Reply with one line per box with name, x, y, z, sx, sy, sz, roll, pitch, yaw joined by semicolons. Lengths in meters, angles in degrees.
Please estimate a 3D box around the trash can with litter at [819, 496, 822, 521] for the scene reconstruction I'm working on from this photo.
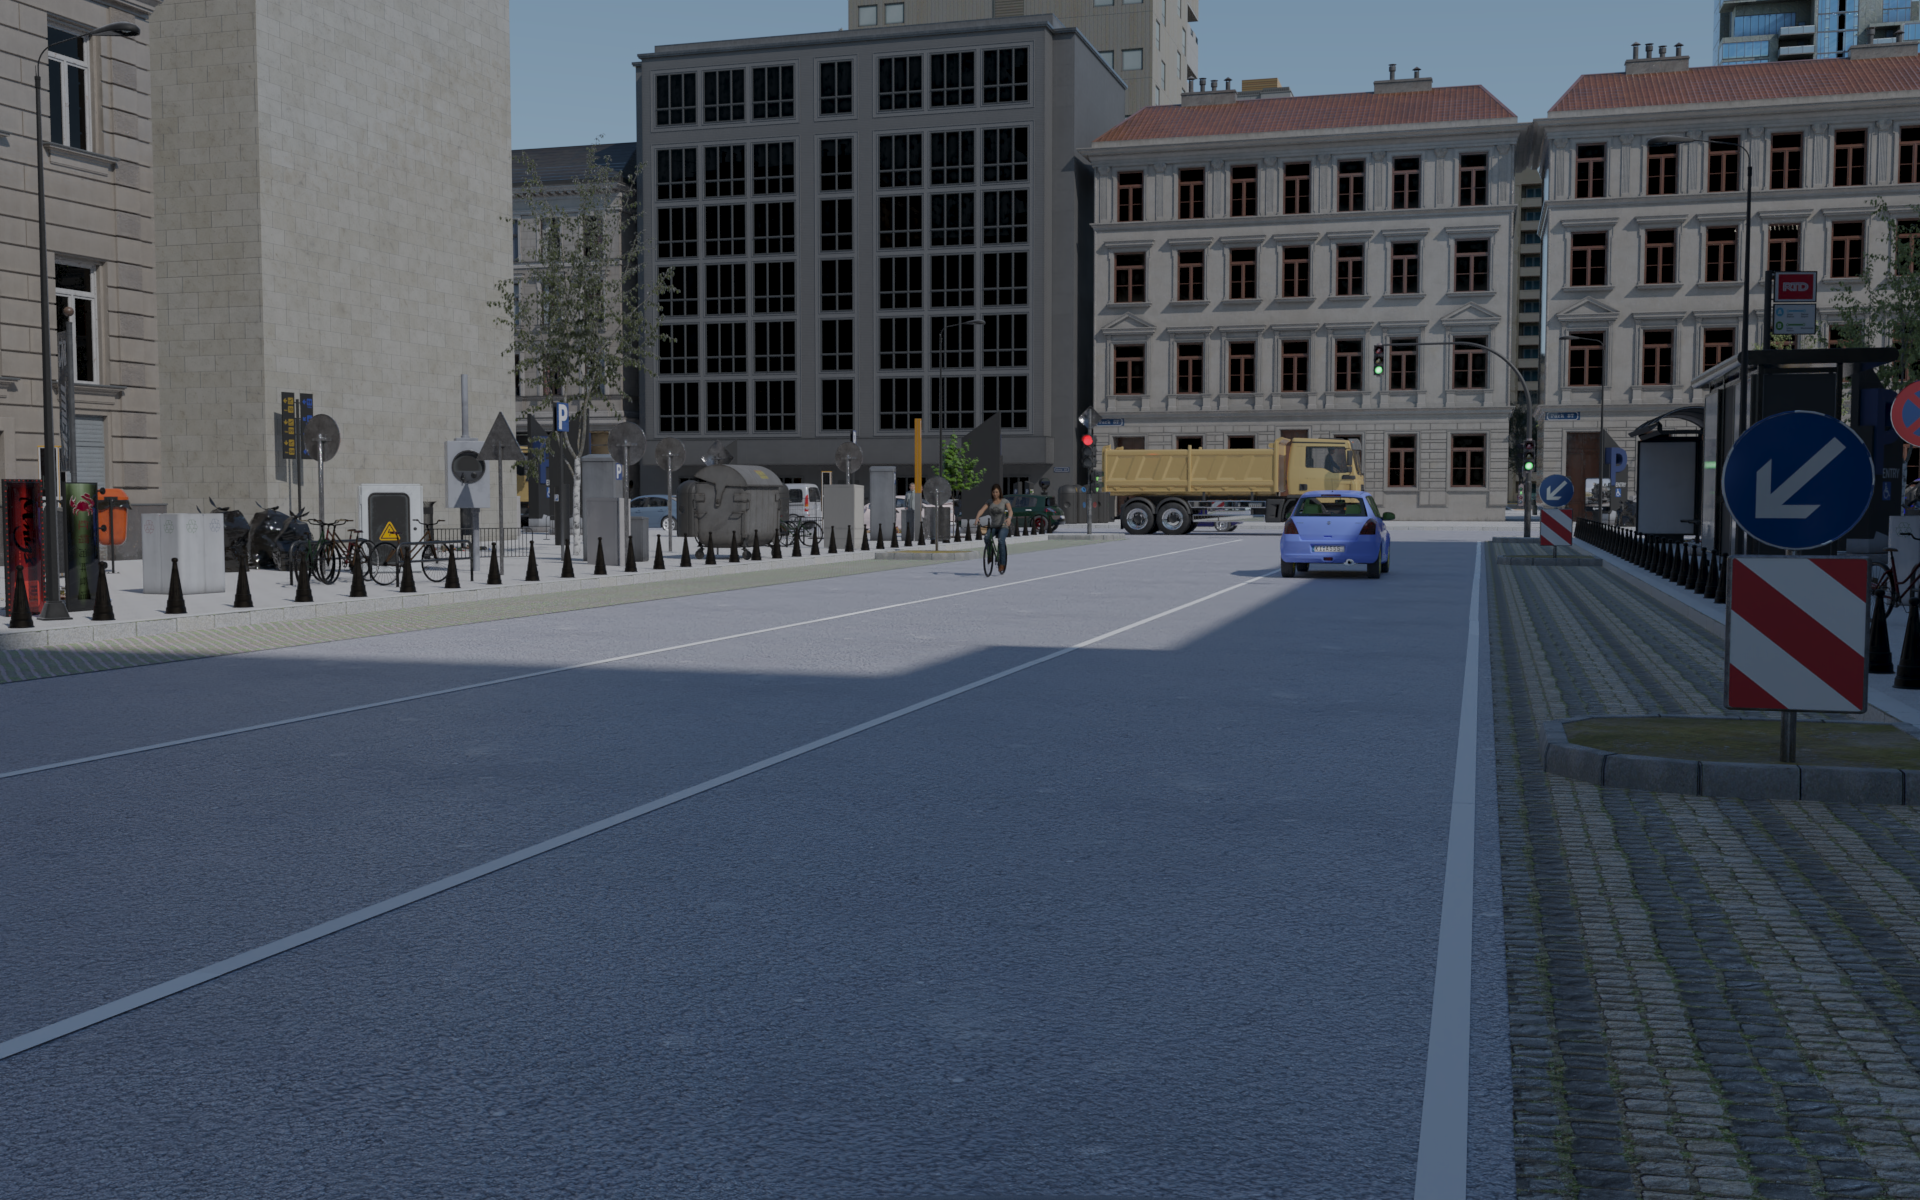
trash can with litter;-6.357;-4.361;82.690;1.055;1.170;0.624;-3;4;-38

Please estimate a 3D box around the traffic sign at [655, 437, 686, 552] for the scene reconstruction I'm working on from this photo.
traffic sign;-6.468;-2.354;38.599;0.768;2.556;0.104;1;4;19

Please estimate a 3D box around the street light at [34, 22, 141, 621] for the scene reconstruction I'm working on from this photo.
street light;-8.732;-2.741;17.353;1.470;5.913;1.316;1;4;17

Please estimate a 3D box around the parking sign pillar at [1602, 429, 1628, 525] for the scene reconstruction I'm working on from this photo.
parking sign pillar;27.404;-5.141;72.527;1.447;3.967;1.447;-2;4;-34

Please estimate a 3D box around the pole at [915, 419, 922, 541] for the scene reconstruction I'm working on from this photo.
pole;-1.134;-3.247;46.929;0.158;3.312;0.155;0;3;0

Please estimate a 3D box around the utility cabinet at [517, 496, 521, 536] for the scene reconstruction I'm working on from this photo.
utility cabinet;-13.692;-2.560;53.013;0.306;1.237;1.020;-2;4;-24

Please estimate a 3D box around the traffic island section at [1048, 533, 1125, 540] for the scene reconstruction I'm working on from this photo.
traffic island section;4.100;-2.012;55.173;2.009;0.180;2.903;1;4;17

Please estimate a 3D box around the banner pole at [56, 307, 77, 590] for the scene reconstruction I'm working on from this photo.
banner pole;-12.059;-2.043;23.428;0.401;3.779;0.863;-3;5;-41

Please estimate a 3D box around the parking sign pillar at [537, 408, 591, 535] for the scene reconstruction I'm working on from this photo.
parking sign pillar;-12.257;-4.043;54.569;1.447;3.967;1.447;0;4;7

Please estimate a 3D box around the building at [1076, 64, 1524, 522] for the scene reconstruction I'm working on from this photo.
building;17.450;-15.364;87.363;21.152;22.565;11.583;1;4;17

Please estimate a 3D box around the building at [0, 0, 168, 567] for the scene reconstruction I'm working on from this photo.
building;-24.693;-13.854;23.774;12.463;27.353;25.104;1;4;17

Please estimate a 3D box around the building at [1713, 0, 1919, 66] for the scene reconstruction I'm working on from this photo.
building;112.204;-56.040;228.928;31.000;86.520;22.319;1;4;17

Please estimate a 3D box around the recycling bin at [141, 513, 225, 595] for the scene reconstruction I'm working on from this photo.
recycling bin;-10.040;-0.602;22.395;0.722;1.027;0.722;2;4;24

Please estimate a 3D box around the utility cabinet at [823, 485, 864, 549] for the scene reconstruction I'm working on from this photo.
utility cabinet;-2.713;-1.948;40.533;0.318;1.500;1.173;-3;5;-41

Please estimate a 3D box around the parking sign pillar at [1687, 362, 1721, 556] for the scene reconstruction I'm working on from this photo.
parking sign pillar;15.876;-2.906;35.985;1.447;3.967;1.447;1;4;21

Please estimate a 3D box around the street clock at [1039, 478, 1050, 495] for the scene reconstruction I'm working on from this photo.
street clock;3.740;-4.417;76.789;0.471;2.002;0.358;-2;4;-29

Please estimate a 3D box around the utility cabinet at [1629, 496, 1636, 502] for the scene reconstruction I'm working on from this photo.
utility cabinet;29.593;-3.970;76.065;0.306;1.237;1.020;1;4;13

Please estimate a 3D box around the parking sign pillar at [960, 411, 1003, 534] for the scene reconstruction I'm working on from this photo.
parking sign pillar;0.721;-4.152;56.365;1.447;3.967;1.447;1;4;16

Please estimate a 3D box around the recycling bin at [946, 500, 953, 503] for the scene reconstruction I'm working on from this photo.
recycling bin;-0.472;-4.115;79.835;0.722;1.027;0.722;1;4;13

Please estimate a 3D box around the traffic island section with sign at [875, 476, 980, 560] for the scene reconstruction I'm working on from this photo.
traffic island section with sign;-0.630;-1.814;38.292;1.989;1.847;2.006;1;4;17

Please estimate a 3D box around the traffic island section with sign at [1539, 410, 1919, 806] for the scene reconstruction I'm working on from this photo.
traffic island section with sign;4.077;-0.021;8.973;1.989;1.847;2.006;1;4;17

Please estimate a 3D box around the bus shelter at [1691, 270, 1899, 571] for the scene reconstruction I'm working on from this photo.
bus shelter;13.599;-3.145;29.058;2.179;5.291;8.768;1;4;17

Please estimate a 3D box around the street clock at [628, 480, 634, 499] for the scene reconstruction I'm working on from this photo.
street clock;-16.565;-5.031;86.827;0.358;2.002;0.471;1;4;20

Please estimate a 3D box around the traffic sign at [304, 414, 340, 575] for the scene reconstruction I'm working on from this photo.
traffic sign;-10.142;-1.675;27.497;0.768;2.556;0.104;2;4;25

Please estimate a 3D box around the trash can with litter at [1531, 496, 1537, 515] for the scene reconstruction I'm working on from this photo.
trash can with litter;34.826;-5.668;104.065;0.624;1.170;1.055;-2;4;-24

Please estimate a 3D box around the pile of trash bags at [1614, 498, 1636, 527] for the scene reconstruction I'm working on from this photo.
pile of trash bags;27.363;-3.539;67.615;3.447;1.369;1.912;2;4;23

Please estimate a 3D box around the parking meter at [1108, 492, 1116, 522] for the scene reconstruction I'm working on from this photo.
parking meter;6.887;-4.491;79.140;0.399;1.863;0.255;-1;4;-16

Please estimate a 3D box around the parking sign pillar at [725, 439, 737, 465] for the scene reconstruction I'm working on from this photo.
parking sign pillar;-11.529;-5.872;84.481;1.447;3.967;1.447;-1;4;-17

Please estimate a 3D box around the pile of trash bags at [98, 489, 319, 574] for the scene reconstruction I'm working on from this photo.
pile of trash bags;-12.577;-1.168;28.848;3.447;1.369;1.912;-2;4;-29

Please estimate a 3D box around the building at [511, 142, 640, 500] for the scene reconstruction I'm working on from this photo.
building;-35.742;-15.354;101.953;40.483;20.767;10.553;1;4;17

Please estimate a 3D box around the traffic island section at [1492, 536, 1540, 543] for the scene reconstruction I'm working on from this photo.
traffic island section;16.826;-1.778;51.345;2.009;0.180;2.903;1;4;17

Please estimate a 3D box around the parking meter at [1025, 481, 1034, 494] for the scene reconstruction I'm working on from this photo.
parking meter;3.141;-4.443;78.361;0.255;1.863;0.399;-3;4;-36

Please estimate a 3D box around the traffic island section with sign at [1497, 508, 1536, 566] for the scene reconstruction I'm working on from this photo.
traffic island section with sign;11.990;-1.629;35.266;1.989;1.847;2.006;1;4;17

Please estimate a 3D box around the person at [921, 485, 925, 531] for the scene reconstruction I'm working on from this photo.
person;-1.510;-3.204;61.162;0.850;1.792;0.678;0;4;3

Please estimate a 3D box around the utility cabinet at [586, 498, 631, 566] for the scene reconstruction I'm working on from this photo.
utility cabinet;-6.342;-1.231;31.282;0.306;1.237;1.020;-3;5;-45

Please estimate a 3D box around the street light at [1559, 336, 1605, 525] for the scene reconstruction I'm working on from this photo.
street light;18.244;-4.786;50.795;1.470;5.913;1.316;1;4;17

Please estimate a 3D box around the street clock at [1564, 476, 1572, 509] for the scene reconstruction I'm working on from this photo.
street clock;24.399;-3.978;69.613;0.358;2.002;0.471;0;4;7

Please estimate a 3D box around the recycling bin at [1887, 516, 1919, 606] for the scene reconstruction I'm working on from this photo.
recycling bin;11.207;-0.453;19.966;0.722;1.027;0.722;-3;5;-41

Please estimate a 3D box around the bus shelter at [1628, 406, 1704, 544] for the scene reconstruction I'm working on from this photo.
bus shelter;17.655;-2.969;42.474;2.014;3.302;5.546;1;4;17

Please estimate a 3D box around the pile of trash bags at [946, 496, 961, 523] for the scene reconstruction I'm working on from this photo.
pile of trash bags;-0.301;-4.126;77.209;3.447;1.369;1.912;3;5;42

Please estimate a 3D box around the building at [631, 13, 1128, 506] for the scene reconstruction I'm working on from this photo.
building;-4.188;-18.376;93.955;24.014;27.812;14.314;1;4;17

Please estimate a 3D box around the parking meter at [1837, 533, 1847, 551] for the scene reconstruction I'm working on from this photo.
parking meter;19.890;-2.037;39.014;0.255;1.863;0.399;1;4;14

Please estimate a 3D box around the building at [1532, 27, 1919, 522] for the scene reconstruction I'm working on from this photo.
building;37.504;-14.952;80.615;21.152;22.565;11.583;1;4;17

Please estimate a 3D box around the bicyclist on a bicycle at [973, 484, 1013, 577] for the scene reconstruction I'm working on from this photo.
bicyclist on a bicycle;0.625;-1.236;30.237;1.499;1.676;1.625;1;4;16

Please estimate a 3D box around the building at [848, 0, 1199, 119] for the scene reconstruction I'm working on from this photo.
building;6.816;-34.907;159.970;28.713;52.752;27.495;1;4;17

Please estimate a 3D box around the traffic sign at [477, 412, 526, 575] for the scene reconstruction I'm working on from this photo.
traffic sign;-7.244;-1.671;27.319;0.884;2.594;0.081;1;4;17

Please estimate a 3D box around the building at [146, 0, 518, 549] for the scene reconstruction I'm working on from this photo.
building;-21.952;-11.659;45.383;16.860;20.320;10.420;1;4;17

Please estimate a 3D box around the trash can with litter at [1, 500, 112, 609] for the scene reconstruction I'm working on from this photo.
trash can with litter;-10.846;-0.563;20.257;1.678;1.210;2.233;0;4;-3

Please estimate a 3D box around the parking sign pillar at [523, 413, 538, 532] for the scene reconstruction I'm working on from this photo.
parking sign pillar;-14.034;-4.281;58.462;1.447;3.967;1.447;1;4;20

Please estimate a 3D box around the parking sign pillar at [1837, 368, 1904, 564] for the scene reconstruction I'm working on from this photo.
parking sign pillar;17.082;-2.680;32.284;1.447;3.967;1.447;-3;4;-38

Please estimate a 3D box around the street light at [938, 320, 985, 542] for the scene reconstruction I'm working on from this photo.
street light;-0.003;-4.522;46.470;1.470;5.913;1.316;1;4;17

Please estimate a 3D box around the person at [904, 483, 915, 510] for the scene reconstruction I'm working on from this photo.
person;-1.640;-3.081;58.973;0.635;1.810;0.391;1;4;11

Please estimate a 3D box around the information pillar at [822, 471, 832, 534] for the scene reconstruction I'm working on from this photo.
information pillar;-4.317;-3.161;56.172;0.304;2.012;0.304;0;4;2

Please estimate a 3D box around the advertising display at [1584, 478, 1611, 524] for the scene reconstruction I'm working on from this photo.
advertising display;24.989;-3.832;67.861;0.974;1.923;0.123;1;4;22

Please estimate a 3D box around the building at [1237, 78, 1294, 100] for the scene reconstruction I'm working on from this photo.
building;34.619;-43.392;251.455;28.212;58.520;21.231;1;4;17

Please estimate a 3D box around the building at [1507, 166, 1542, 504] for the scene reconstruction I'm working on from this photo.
building;86.165;-37.472;236.361;21.600;48.544;21.300;1;4;17

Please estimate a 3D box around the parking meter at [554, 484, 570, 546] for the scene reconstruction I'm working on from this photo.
parking meter;-9.936;-2.131;43.254;0.372;1.533;0.369;0;3;0

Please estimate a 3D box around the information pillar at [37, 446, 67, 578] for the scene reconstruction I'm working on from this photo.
information pillar;-13.826;-1.341;26.425;0.304;2.012;0.304;0;4;-7

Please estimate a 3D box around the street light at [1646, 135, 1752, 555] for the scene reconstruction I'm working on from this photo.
street light;9.588;-3.054;22.468;1.470;5.913;1.316;1;4;17

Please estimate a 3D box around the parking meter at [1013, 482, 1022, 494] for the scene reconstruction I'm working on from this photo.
parking meter;2.752;-4.716;82.821;0.255;1.863;0.399;-3;5;-41
